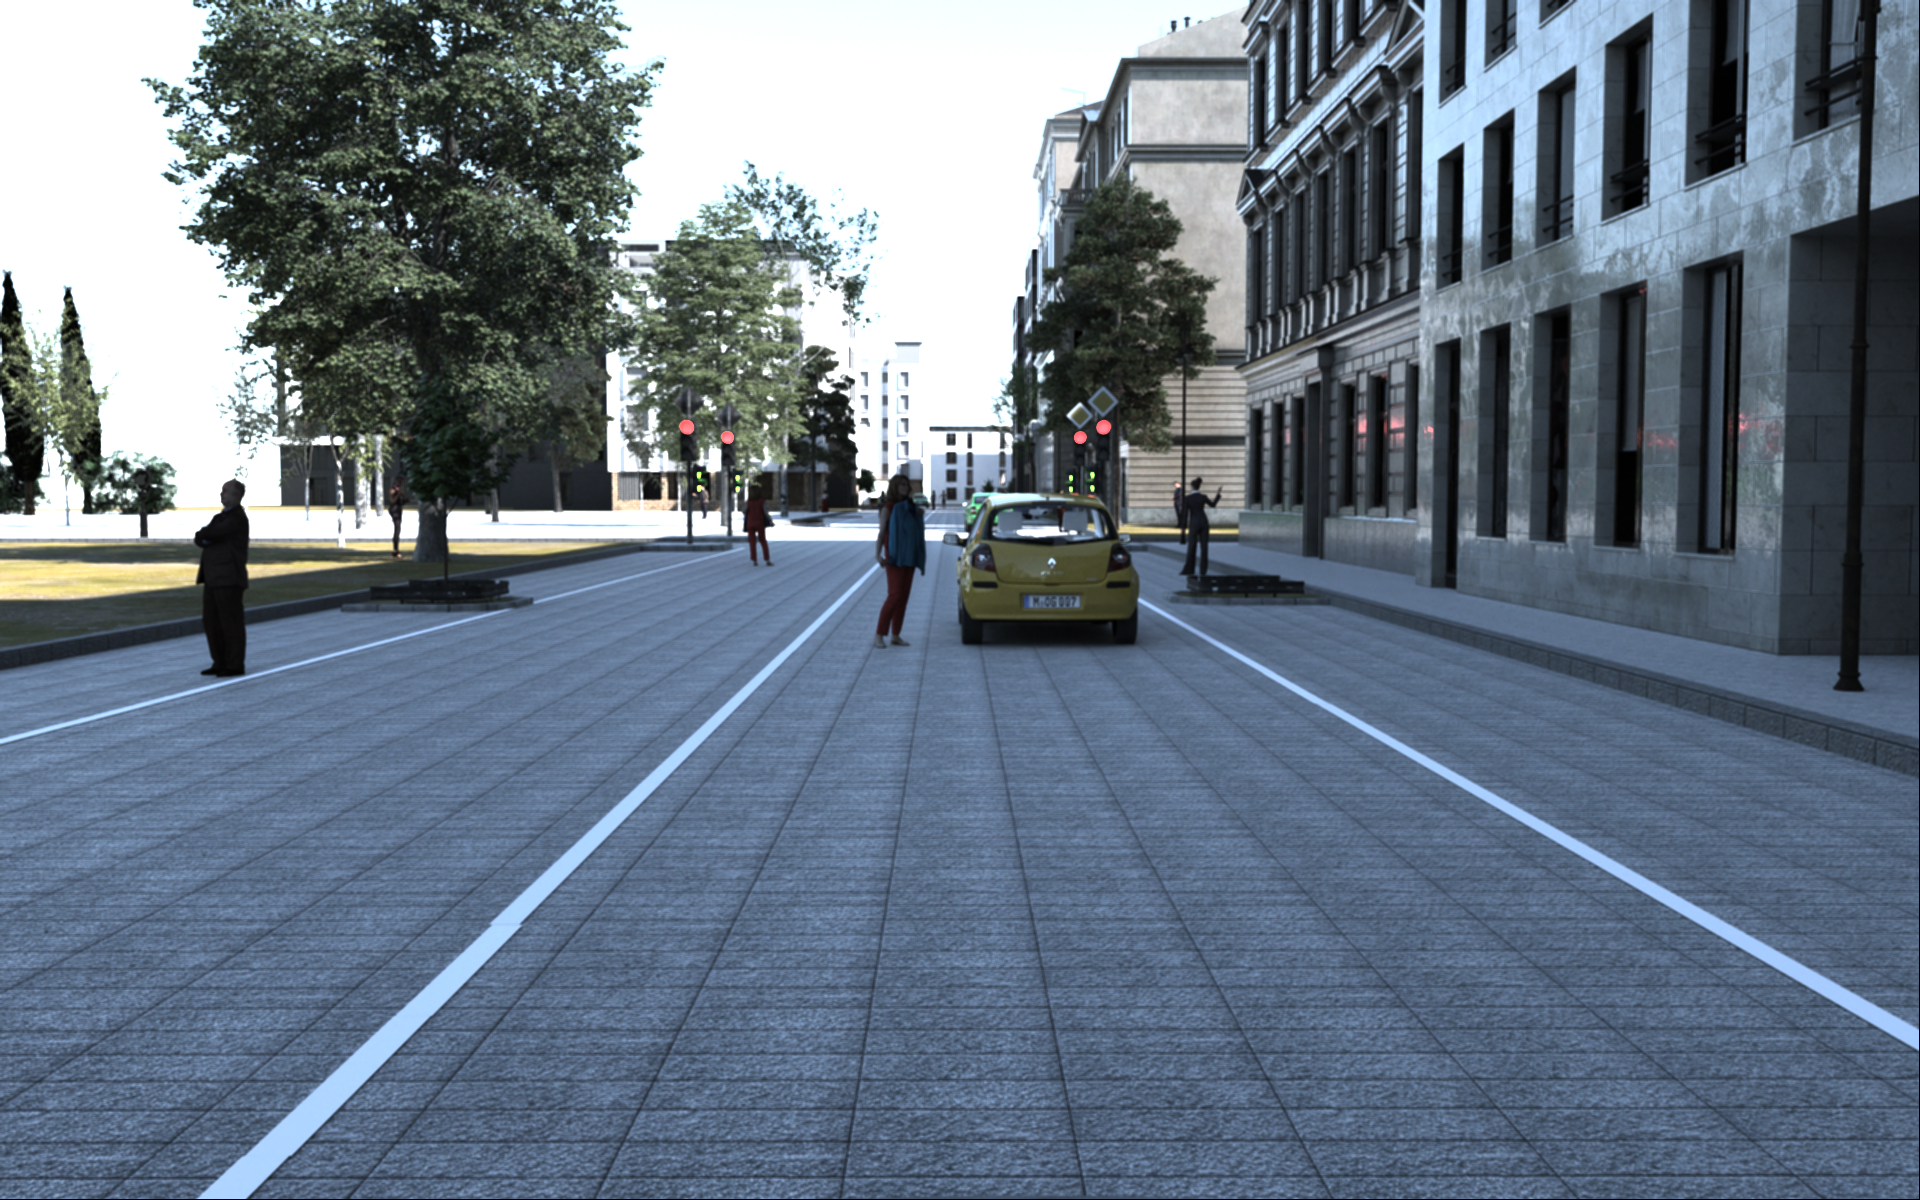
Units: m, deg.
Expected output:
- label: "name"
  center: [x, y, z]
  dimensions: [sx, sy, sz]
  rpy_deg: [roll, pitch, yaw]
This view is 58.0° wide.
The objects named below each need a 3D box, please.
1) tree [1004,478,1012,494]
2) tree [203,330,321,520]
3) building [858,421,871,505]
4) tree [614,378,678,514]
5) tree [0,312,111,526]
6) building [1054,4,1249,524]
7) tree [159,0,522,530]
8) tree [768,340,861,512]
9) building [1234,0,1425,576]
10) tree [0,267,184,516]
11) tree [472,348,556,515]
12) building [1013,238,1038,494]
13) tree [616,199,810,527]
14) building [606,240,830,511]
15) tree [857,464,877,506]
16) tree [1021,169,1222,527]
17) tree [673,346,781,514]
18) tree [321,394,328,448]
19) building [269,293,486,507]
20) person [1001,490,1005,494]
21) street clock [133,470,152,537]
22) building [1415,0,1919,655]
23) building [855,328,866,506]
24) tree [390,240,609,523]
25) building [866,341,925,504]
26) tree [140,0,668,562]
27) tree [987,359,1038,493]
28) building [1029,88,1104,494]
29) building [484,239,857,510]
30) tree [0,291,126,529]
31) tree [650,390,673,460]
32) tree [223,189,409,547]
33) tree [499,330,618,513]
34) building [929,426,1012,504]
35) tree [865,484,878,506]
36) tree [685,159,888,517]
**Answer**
- label: "tree"
  center: [5.995, -12.876, 205.128]
  dimensions: [1.663, 3.219, 1.824]
  rpy_deg: [0, 3, 0]
- label: "tree"
  center: [-32.389, -7.855, 78.787]
  dimensions: [4.360, 8.622, 3.978]
  rpy_deg: [0, 3, 0]
- label: "building"
  center: [-24.436, -15.729, 199.311]
  dimensions: [28.070, 9.664, 9.099]
  rpy_deg: [0, 4, 0]
- label: "tree"
  center: [-20.189, -9.791, 110.445]
  dimensions: [4.360, 8.622, 3.978]
  rpy_deg: [0, 3, 0]
- label: "tree"
  center: [-36.089, -7.287, 69.510]
  dimensions: [4.360, 8.622, 3.978]
  rpy_deg: [0, 3, 0]
- label: "building"
  center: [12.234, -16.588, 90.290]
  dimensions: [14.460, 24.649, 34.723]
  rpy_deg: [0, 4, 0]
- label: "tree"
  center: [-22.450, -12.660, 62.877]
  dimensions: [12.611, 20.169, 13.585]
  rpy_deg: [0, 3, 0]
- label: "tree"
  center: [-10.387, -12.239, 122.161]
  dimensions: [6.751, 12.117, 7.091]
  rpy_deg: [0, 3, 0]
- label: "building"
  center: [11.784, -10.366, 34.116]
  dimensions: [10.561, 19.102, 19.286]
  rpy_deg: [0, 4, 0]
- label: "tree"
  center: [-58.518, -12.587, 107.616]
  dimensions: [18.604, 14.587, 13.155]
  rpy_deg: [1, 4, 10]
- label: "tree"
  center: [-29.330, -11.137, 107.845]
  dimensions: [9.928, 11.665, 9.643]
  rpy_deg: [0, 3, 0]
- label: "building"
  center: [19.575, -18.996, 154.552]
  dimensions: [27.936, 21.610, 32.646]
  rpy_deg: [0, 4, 0]
- label: "tree"
  center: [-9.592, -9.128, 67.369]
  dimensions: [7.486, 12.596, 7.792]
  rpy_deg: [0, 3, 0]
- label: "building"
  center: [-18.153, -16.956, 133.652]
  dimensions: [16.016, 20.091, 11.380]
  rpy_deg: [0, 4, 0]
- label: "tree"
  center: [-10.586, -12.437, 187.062]
  dimensions: [4.285, 4.588, 4.351]
  rpy_deg: [0, 3, 0]
- label: "tree"
  center: [6.368, -9.852, 68.510]
  dimensions: [7.806, 13.903, 7.818]
  rpy_deg: [0, 3, 0]
- label: "tree"
  center: [-10.353, -8.035, 81.738]
  dimensions: [4.737, 8.622, 4.395]
  rpy_deg: [0, 3, 0]
- label: "tree"
  center: [-32.149, -8.213, 84.642]
  dimensions: [4.360, 8.622, 3.978]
  rpy_deg: [0, 3, 0]
- label: "building"
  center: [-55.125, -21.154, 189.849]
  dimensions: [32.646, 21.610, 27.936]
  rpy_deg: [0, 4, 0]
- label: "person"
  center: [4.902, -11.778, 199.279]
  dimensions: [0.551, 1.740, 0.621]
  rpy_deg: [-2, 4, -28]
- label: "street clock"
  center: [-24.215, -2.861, 51.350]
  dimensions: [0.471, 2.002, 0.358]
  rpy_deg: [0, 4, -3]
- label: "building"
  center: [11.690, -9.836, 15.578]
  dimensions: [10.420, 20.320, 16.860]
  rpy_deg: [0, 4, 0]
- label: "building"
  center: [-18.252, -19.703, 178.570]
  dimensions: [16.016, 20.091, 11.380]
  rpy_deg: [0, 4, 0]
- label: "tree"
  center: [-21.137, -10.242, 77.820]
  dimensions: [12.009, 13.543, 11.850]
  rpy_deg: [0, 3, 0]
- label: "building"
  center: [-10.273, -22.247, 220.153]
  dimensions: [11.380, 20.091, 16.016]
  rpy_deg: [0, 4, 0]
- label: "tree"
  center: [-10.105, -7.714, 32.777]
  dimensions: [9.857, 13.997, 8.962]
  rpy_deg: [0, 3, 0]
- label: "tree"
  center: [5.655, -12.755, 134.299]
  dimensions: [9.928, 11.665, 9.643]
  rpy_deg: [0, 3, 0]
- label: "building"
  center: [11.927, -20.283, 117.534]
  dimensions: [13.634, 28.700, 20.117]
  rpy_deg: [0, 4, 0]
- label: "building"
  center: [-24.120, -19.057, 155.549]
  dimensions: [27.936, 21.610, 32.646]
  rpy_deg: [0, 4, 0]
- label: "tree"
  center: [-33.329, -6.940, 63.838]
  dimensions: [4.737, 8.622, 4.395]
  rpy_deg: [0, 3, 0]
- label: "tree"
  center: [-19.558, -10.491, 121.894]
  dimensions: [4.737, 8.622, 4.395]
  rpy_deg: [0, 3, 0]
- label: "tree"
  center: [-14.966, -5.555, 41.185]
  dimensions: [4.737, 8.622, 4.395]
  rpy_deg: [0, 3, 0]
- label: "tree"
  center: [-28.026, -12.950, 119.151]
  dimensions: [7.806, 13.903, 7.818]
  rpy_deg: [0, 3, 0]
- label: "building"
  center: [10.157, -16.829, 217.301]
  dimensions: [28.070, 9.664, 9.099]
  rpy_deg: [0, 4, 0]
- label: "tree"
  center: [-10.081, -12.075, 192.024]
  dimensions: [1.663, 3.219, 1.824]
  rpy_deg: [0, 3, 0]
- label: "tree"
  center: [-9.889, -14.773, 97.434]
  dimensions: [12.611, 20.169, 13.585]
  rpy_deg: [0, 3, 0]
